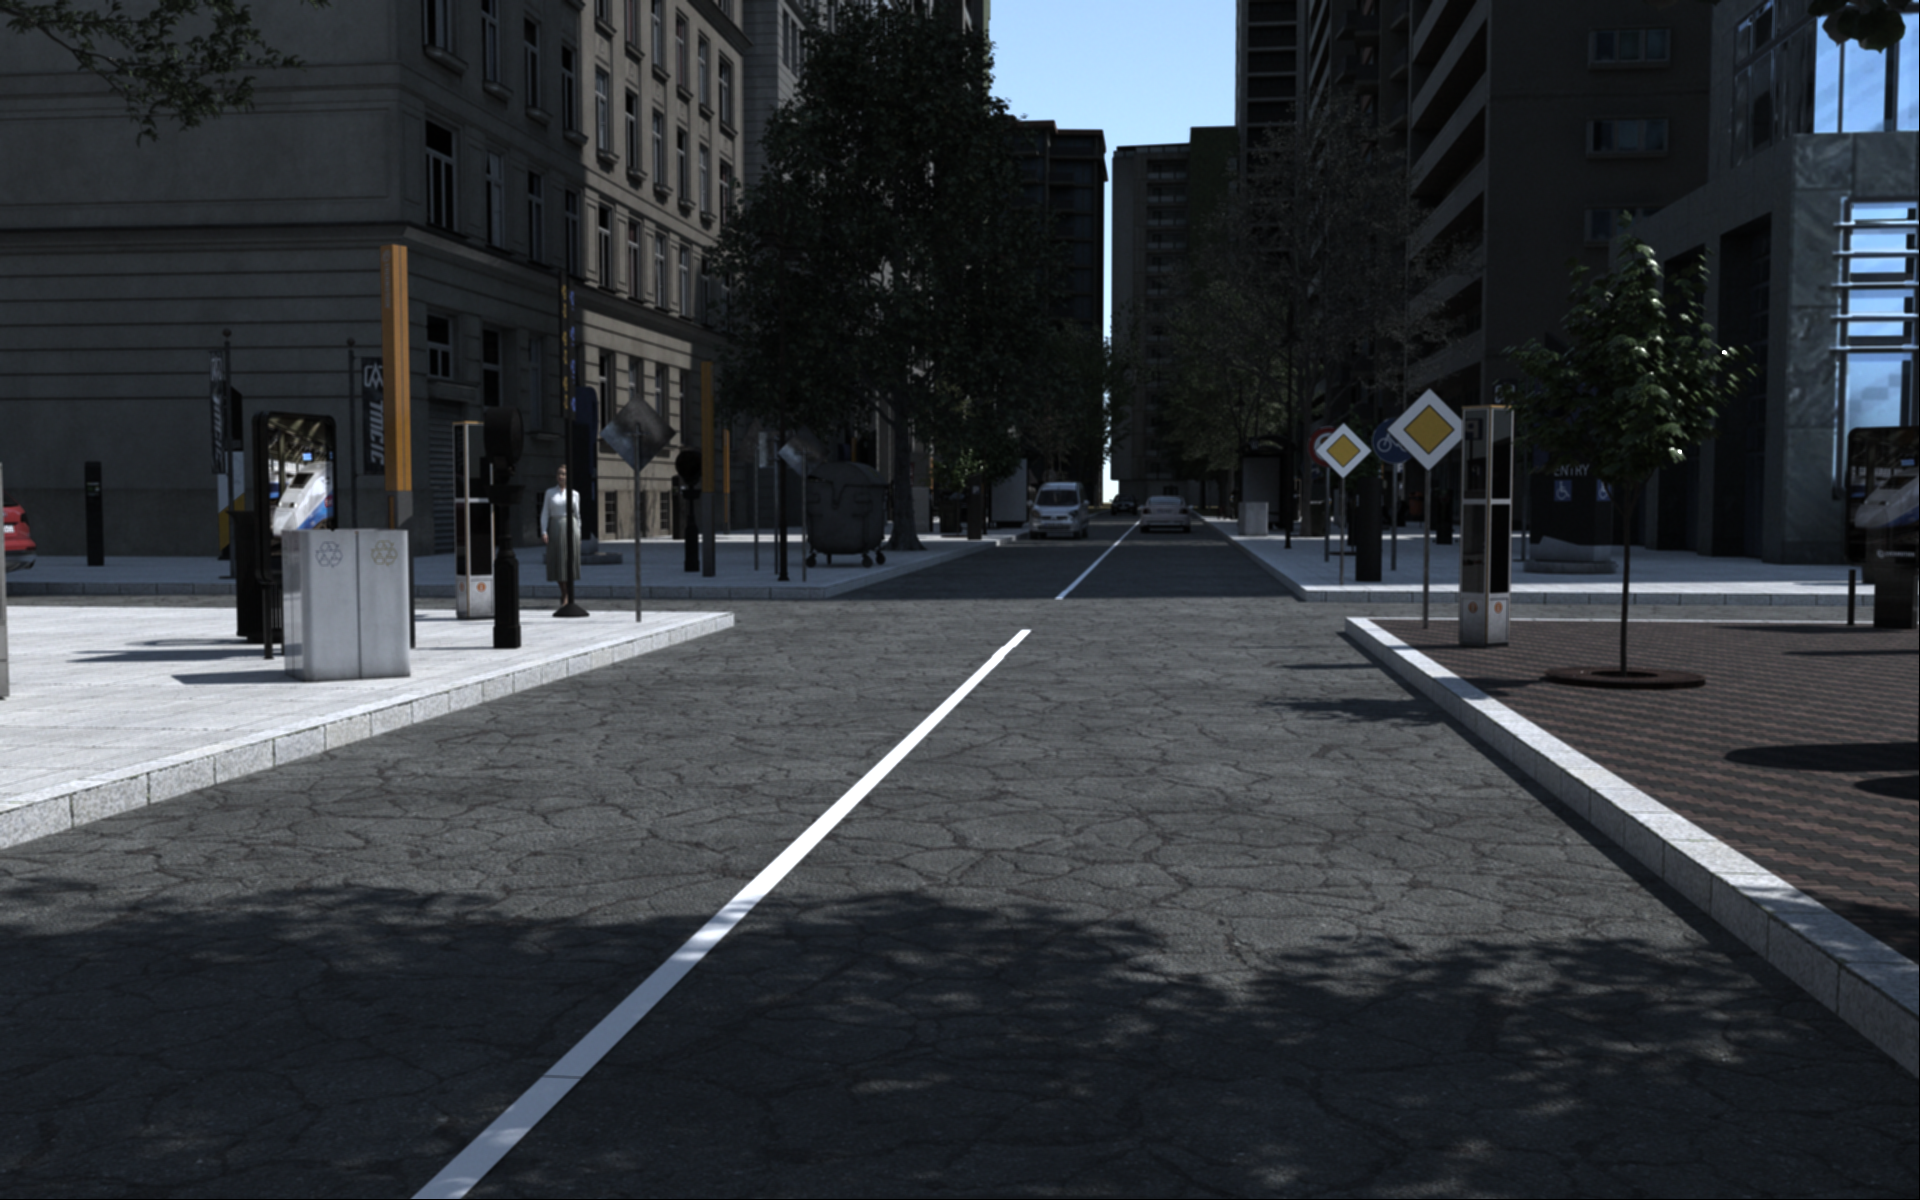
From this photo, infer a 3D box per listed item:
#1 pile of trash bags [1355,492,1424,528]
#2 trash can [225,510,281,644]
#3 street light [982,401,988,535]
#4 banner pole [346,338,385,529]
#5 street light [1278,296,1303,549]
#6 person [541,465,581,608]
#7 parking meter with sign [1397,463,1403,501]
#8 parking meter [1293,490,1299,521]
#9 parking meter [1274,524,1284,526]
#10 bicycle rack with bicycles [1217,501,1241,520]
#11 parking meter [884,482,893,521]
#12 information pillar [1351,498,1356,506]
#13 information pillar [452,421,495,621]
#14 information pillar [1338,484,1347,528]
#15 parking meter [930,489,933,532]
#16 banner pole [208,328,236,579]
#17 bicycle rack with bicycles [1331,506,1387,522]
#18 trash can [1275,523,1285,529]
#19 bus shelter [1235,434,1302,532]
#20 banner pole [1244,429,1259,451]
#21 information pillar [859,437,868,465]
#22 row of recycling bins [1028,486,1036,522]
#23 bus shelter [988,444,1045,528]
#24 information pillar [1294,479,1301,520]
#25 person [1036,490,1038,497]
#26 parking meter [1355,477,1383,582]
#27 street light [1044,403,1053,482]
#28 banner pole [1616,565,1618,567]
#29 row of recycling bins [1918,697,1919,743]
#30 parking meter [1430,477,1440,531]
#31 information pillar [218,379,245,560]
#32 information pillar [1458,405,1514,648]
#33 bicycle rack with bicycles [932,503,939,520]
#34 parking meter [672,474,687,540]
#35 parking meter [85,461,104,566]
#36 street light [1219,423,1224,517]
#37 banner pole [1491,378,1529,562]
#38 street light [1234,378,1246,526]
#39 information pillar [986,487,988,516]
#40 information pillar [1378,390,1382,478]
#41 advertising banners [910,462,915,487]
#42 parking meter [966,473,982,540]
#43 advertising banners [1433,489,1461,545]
[{"bbox_3d":[16.820,-3.539,67.610,1.912,1.369,3.447,-2,4,-29],"label":"pile of trash bags"},{"bbox_3d":[-5.964,-0.207,15.044,0.748,1.137,0.748,0,3,0],"label":"trash can"},{"bbox_3d":[0.776,-4.970,54.045,0.468,5.910,1.993,0,4,7],"label":"street light"},{"bbox_3d":[-9.530,-2.315,27.871,0.863,3.779,0.401,0,4,-4],"label":"banner pole"},{"bbox_3d":[7.734,-4.152,40.671,0.468,5.910,1.993,0,4,7],"label":"street light"},{"bbox_3d":[-5.017,-0.804,21.876,0.478,1.798,0.641,0,4,-1],"label":"person"},{"bbox_3d":[24.577,-6.128,96.460,0.543,3.016,1.738,1,4,12],"label":"parking meter with sign"},{"bbox_3d":[15.861,-4.503,82.035,0.372,1.533,0.369,0,3,0],"label":"parking meter"},{"bbox_3d":[12.530,-3.808,67.973,0.399,1.863,0.255,0,4,-1],"label":"parking meter"},{"bbox_3d":[14.100,-4.438,85.936,2.852,0.926,2.925,0,4,-1],"label":"bicycle rack with bicycles"},{"bbox_3d":[-3.397,-4.685,82.308,0.399,1.863,0.255,3,4,37],"label":"parking meter"},{"bbox_3d":[13.333,-4.120,58.709,0.183,3.616,0.504,0,4,3],"label":"information pillar"},{"bbox_3d":[-4.958,-0.806,17.678,0.304,2.012,0.304,-3,5,-40],"label":"information pillar"},{"bbox_3d":[14.567,-3.755,65.892,0.304,2.012,0.304,1,4,17],"label":"information pillar"},{"bbox_3d":[-1.102,-3.074,58.670,0.372,1.533,0.369,0,3,0],"label":"parking meter"},{"bbox_3d":[-11.236,-2.226,26.413,0.863,3.779,0.401,3,5,43],"label":"banner pole"},{"bbox_3d":[18.271,-3.977,78.411,2.925,0.926,2.852,1,4,18],"label":"bicycle rack with bicycles"},{"bbox_3d":[12.039,-3.229,64.442,0.748,1.137,0.748,0,3,0],"label":"trash can"},{"bbox_3d":[10.760,-4.090,60.788,2.014,3.302,5.546,0,4,7],"label":"bus shelter"},{"bbox_3d":[11.154,-4.687,66.652,0.863,3.779,0.401,3,5,43],"label":"banner pole"},{"bbox_3d":[-3.465,-4.337,62.267,0.183,3.616,0.504,2,4,32],"label":"information pillar"},{"bbox_3d":[3.069,-4.556,81.607,1.069,1.692,3.534,0,4,5],"label":"row of recycling bins"},{"bbox_3d":[2.103,-4.520,67.833,2.014,3.302,5.546,0,4,7],"label":"bus shelter"},{"bbox_3d":[16.904,-5.048,87.028,0.304,2.012,0.304,-1,4,-19],"label":"information pillar"},{"bbox_3d":[8.163,-10.576,181.517,0.705,1.812,1.348,-1,4,-10],"label":"person"},{"bbox_3d":[6.006,-1.040,25.423,0.372,1.533,0.369,0,3,0],"label":"parking meter"},{"bbox_3d":[4.155,-6.690,82.176,0.468,5.910,1.993,0,4,7],"label":"street light"},{"bbox_3d":[11.610,-2.469,30.378,0.863,3.779,0.401,3,5,40],"label":"banner pole"},{"bbox_3d":[5.399,-0.005,7.200,1.069,1.692,3.534,0,4,-6],"label":"row of recycling bins"},{"bbox_3d":[16.621,-3.367,60.756,0.255,1.863,0.399,-1,4,-17],"label":"parking meter"},{"bbox_3d":[-14.183,-2.587,33.645,0.504,3.616,0.183,-1,4,-14],"label":"information pillar"},{"bbox_3d":[4.408,-0.613,14.516,0.304,2.012,0.304,-2,4,-33],"label":"information pillar"},{"bbox_3d":[-1.839,-4.410,85.490,2.925,0.926,2.852,-1,4,-17],"label":"bicycle rack with bicycles"},{"bbox_3d":[-7.878,-2.622,48.579,0.255,1.863,0.399,2,4,28],"label":"parking meter"},{"bbox_3d":[-15.454,-1.542,30.919,0.255,1.863,0.399,-2,4,-24],"label":"parking meter"},{"bbox_3d":[14.750,-7.647,97.813,0.468,5.910,1.993,0,4,7],"label":"street light"},{"bbox_3d":[10.525,-2.628,32.990,0.863,3.779,0.401,2,4,25],"label":"banner pole"},{"bbox_3d":[11.158,-5.889,69.070,0.468,5.910,1.993,0,4,7],"label":"street light"},{"bbox_3d":[1.394,-5.827,99.768,0.304,2.012,0.304,3,4,37],"label":"information pillar"},{"bbox_3d":[9.391,-2.902,38.796,0.183,3.616,0.504,1,4,12],"label":"information pillar"},{"bbox_3d":[-3.469,-6.096,95.851,2.074,3.025,0.090,1,4,20],"label":"advertising banners"},{"bbox_3d":[0.390,-2.607,48.337,0.399,1.863,0.255,-1,4,-18],"label":"parking meter"},{"bbox_3d":[12.801,-2.891,43.455,0.090,3.025,2.074,-3,5,-41],"label":"advertising banners"}]
